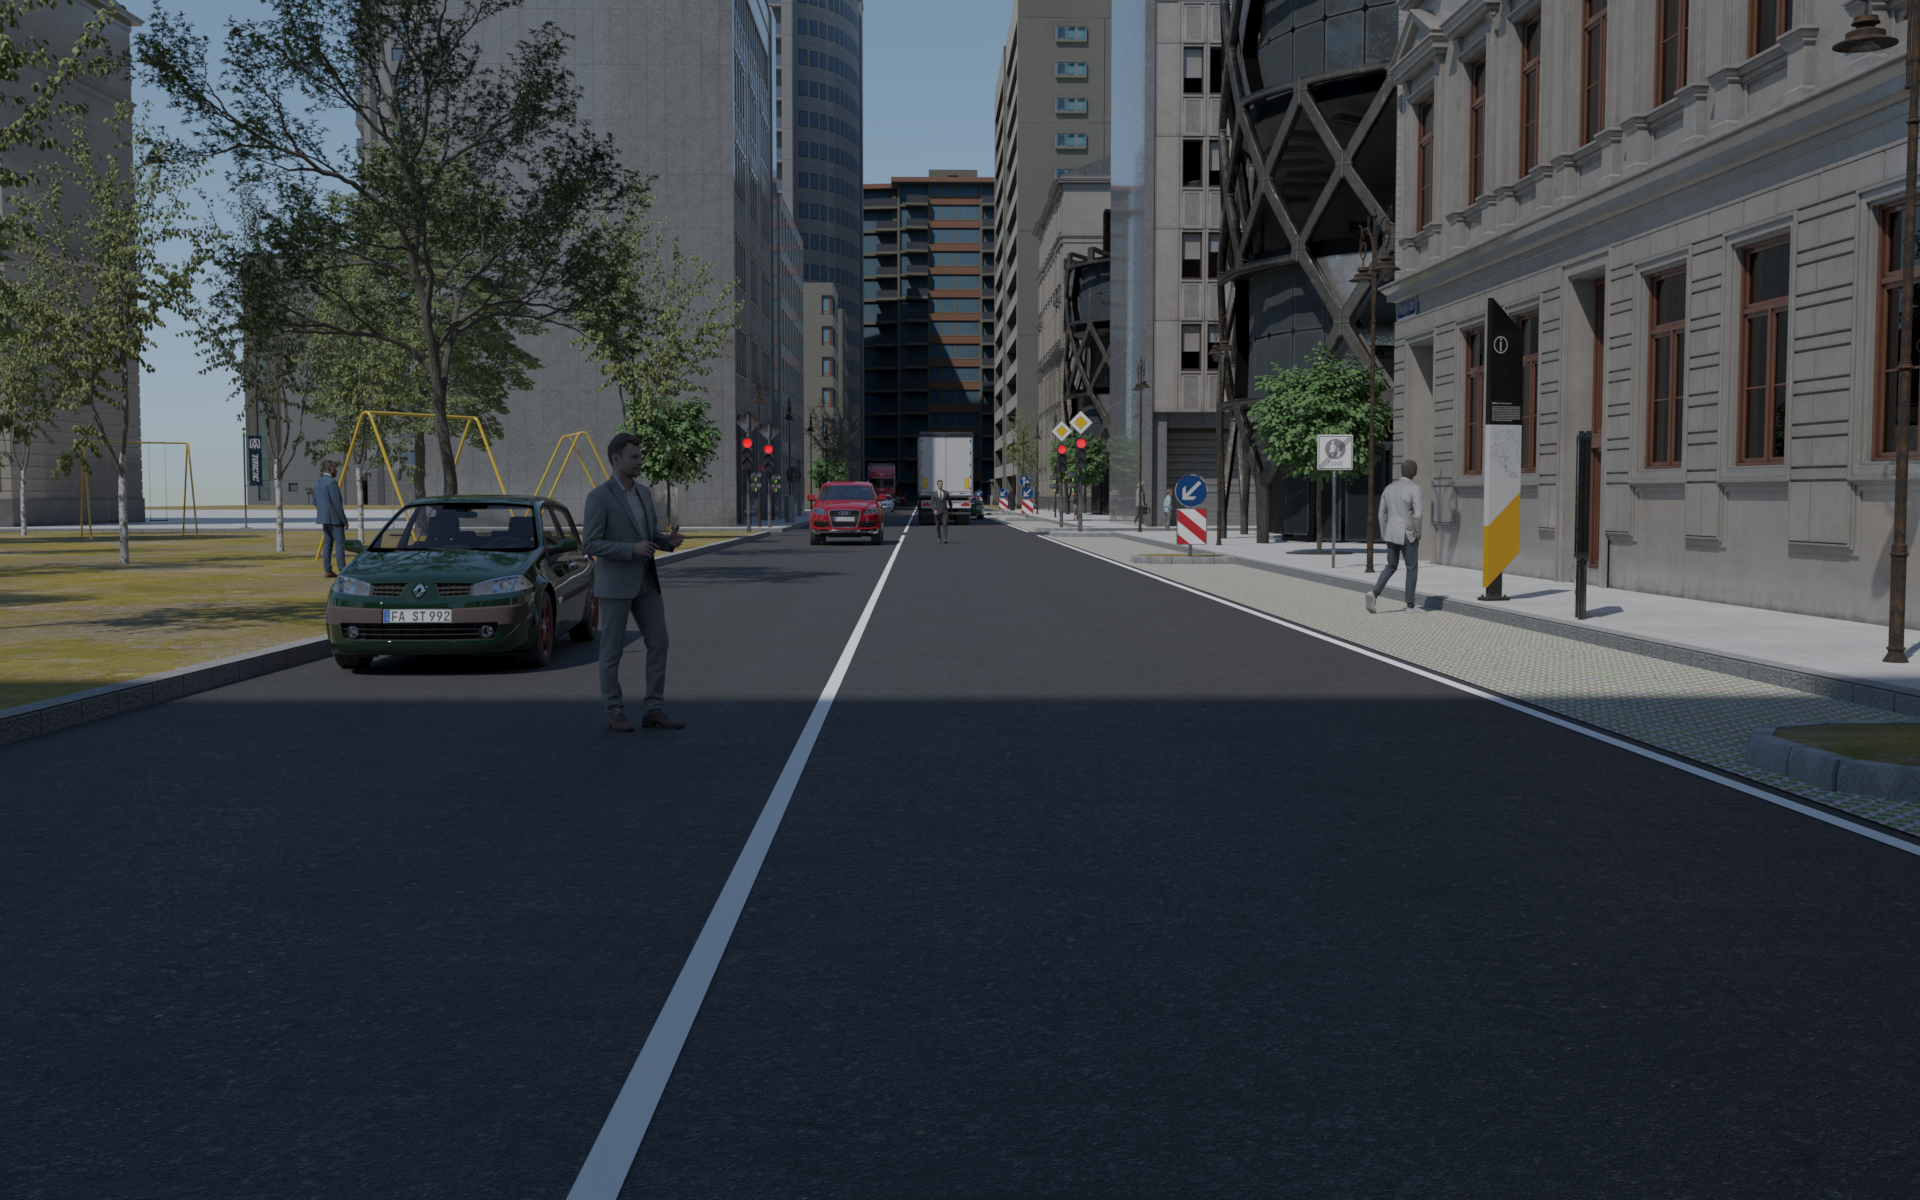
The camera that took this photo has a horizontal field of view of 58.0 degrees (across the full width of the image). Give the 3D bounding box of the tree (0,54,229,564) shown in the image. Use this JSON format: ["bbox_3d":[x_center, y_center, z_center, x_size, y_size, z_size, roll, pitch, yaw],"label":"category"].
[{"bbox_3d":[-15.676,-4.976,31.722,4.737,8.622,4.395,0,3,0],"label":"tree"}]

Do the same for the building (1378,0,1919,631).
[{"bbox_3d":[13.766,-11.481,23.879,11.583,22.565,21.152,0,4,-1],"label":"building"}]

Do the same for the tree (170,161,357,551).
[{"bbox_3d":[-15.197,-5.383,38.377,4.360,8.622,3.978,0,3,0],"label":"tree"}]

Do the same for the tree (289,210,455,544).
[{"bbox_3d":[-15.320,-5.748,44.350,4.737,8.622,4.395,0,3,0],"label":"tree"}]

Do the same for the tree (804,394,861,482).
[{"bbox_3d":[-9.304,-10.698,125.266,4.360,8.622,3.978,0,3,0],"label":"tree"}]

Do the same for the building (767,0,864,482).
[{"bbox_3d":[-21.213,-39.254,183.798,21.231,58.520,28.212,0,4,-1],"label":"building"}]

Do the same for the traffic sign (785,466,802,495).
[{"bbox_3d":[-7.699,-4.890,80.051,0.768,2.556,0.104,0,4,8],"label":"traffic sign"}]

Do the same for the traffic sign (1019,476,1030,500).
[{"bbox_3d":[4.461,-7.277,119.087,0.768,2.556,0.104,0,4,5],"label":"traffic sign"}]

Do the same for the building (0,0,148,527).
[{"bbox_3d":[-48.931,-16.784,71.675,25.104,27.353,12.463,0,4,-1],"label":"building"}]

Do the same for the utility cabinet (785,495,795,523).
[{"bbox_3d":[-7.690,-4.097,78.142,0.306,1.237,1.020,-1,4,-15],"label":"utility cabinet"}]

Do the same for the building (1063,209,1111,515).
[{"bbox_3d":[14.767,-14.710,107.956,16.820,18.784,16.811,0,4,-1],"label":"building"}]

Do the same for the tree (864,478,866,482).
[{"bbox_3d":[-11.187,-12.628,201.071,1.663,3.219,1.824,0,3,0],"label":"tree"}]

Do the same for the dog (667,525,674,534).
[{"bbox_3d":[-7.327,-1.659,43.957,0.540,0.507,0.406,3,5,43],"label":"dog"}]

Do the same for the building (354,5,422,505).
[{"bbox_3d":[-55.135,-40.495,204.095,28.212,58.520,21.231,0,4,-1],"label":"building"}]

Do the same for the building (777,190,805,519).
[{"bbox_3d":[-14.449,-14.758,96.044,10.420,20.320,16.860,0,4,-1],"label":"building"}]

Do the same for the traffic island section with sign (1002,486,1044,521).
[{"bbox_3d":[3.391,-5.053,91.251,1.989,1.847,2.006,0,4,-1],"label":"traffic island section with sign"}]

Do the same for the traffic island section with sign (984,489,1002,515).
[{"bbox_3d":[2.817,-6.716,118.427,1.989,1.847,2.006,0,4,-1],"label":"traffic island section with sign"}]

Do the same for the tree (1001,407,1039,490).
[{"bbox_3d":[5.399,-11.914,145.158,4.737,8.622,4.395,0,3,0],"label":"tree"}]

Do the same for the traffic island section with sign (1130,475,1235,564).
[{"bbox_3d":[4.588,-1.677,36.042,1.989,1.847,2.006,0,4,-1],"label":"traffic island section with sign"}]

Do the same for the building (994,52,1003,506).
[{"bbox_3d":[14.691,-34.094,181.130,21.300,48.544,21.600,0,4,-1],"label":"building"}]

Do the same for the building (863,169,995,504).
[{"bbox_3d":[-1.680,-35.587,236.472,28.867,44.769,22.147,0,4,-1],"label":"building"}]

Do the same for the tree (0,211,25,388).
[{"bbox_3d":[-27.784,-7.721,44.363,7.486,12.596,7.792,0,3,0],"label":"tree"}]

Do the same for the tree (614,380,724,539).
[{"bbox_3d":[-8.409,-4.038,49.740,4.285,4.588,4.351,0,3,0],"label":"tree"}]

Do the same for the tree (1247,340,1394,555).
[{"bbox_3d":[7.807,-3.270,37.182,4.285,4.588,4.351,0,3,0],"label":"tree"}]

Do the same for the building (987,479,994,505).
[{"bbox_3d":[19.563,-31.374,204.840,32.217,40.220,23.993,0,4,-1],"label":"building"}]

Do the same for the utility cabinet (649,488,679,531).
[{"bbox_3d":[-10.185,-3.078,59.011,1.173,1.500,0.318,0,4,-4],"label":"utility cabinet"}]

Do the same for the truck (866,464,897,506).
[{"bbox_3d":[-7.297,-10.559,161.545,2.839,4.237,11.283,0,4,-2],"label":"truck"}]

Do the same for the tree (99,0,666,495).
[{"bbox_3d":[-7.896,-5.594,25.871,7.601,10.594,8.767,1,4,12],"label":"tree"}]

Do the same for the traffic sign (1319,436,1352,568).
[{"bbox_3d":[6.472,-1.702,29.959,0.606,2.300,0.079,0,4,0],"label":"traffic sign"}]

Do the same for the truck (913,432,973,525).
[{"bbox_3d":[-0.823,-5.811,83.922,2.839,4.237,11.283,0,4,-2],"label":"truck"}]

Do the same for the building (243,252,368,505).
[{"bbox_3d":[-76.589,-26.715,208.487,14.107,30.474,14.160,0,4,-1],"label":"building"}]

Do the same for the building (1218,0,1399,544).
[{"bbox_3d":[15.550,-11.077,48.569,16.820,18.784,16.811,0,4,-1],"label":"building"}]

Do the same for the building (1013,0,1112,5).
[{"bbox_3d":[15.354,-32.775,159.580,21.300,48.544,21.600,0,4,-1],"label":"building"}]

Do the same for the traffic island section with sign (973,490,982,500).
[{"bbox_3d":[1.721,-9.804,168.927,1.989,1.847,2.006,0,4,-1],"label":"traffic island section with sign"}]

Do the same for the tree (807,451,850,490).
[{"bbox_3d":[-10.554,-9.544,139.761,4.285,4.588,4.351,0,3,0],"label":"tree"}]

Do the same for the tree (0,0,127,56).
[{"bbox_3d":[-9.818,-3.950,14.944,4.737,8.622,4.395,0,3,0],"label":"tree"}]

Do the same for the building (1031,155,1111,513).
[{"bbox_3d":[12.295,-20.302,129.195,12.463,27.353,25.104,0,4,-1],"label":"building"}]

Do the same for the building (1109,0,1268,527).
[{"bbox_3d":[16.916,-15.599,73.069,19.932,24.808,12.078,0,4,-1],"label":"building"}]

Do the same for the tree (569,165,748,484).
[{"bbox_3d":[-7.210,-5.418,38.944,4.737,8.622,4.395,0,3,0],"label":"tree"}]

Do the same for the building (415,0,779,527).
[{"bbox_3d":[-14.909,-15.798,76.318,12.078,24.808,19.932,0,4,-1],"label":"building"}]

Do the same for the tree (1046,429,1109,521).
[{"bbox_3d":[5.744,-6.109,83.592,4.285,4.588,4.351,0,3,0],"label":"tree"}]

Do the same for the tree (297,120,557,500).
[{"bbox_3d":[-16.159,-8.246,52.941,7.486,12.596,7.792,0,3,0],"label":"tree"}]

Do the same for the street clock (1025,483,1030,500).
[{"bbox_3d":[4.497,-6.763,115.149,0.358,2.002,0.471,1,4,17],"label":"street clock"}]

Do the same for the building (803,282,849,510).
[{"bbox_3d":[-24.508,-19.019,156.002,27.650,21.520,28.899,0,4,-1],"label":"building"}]
